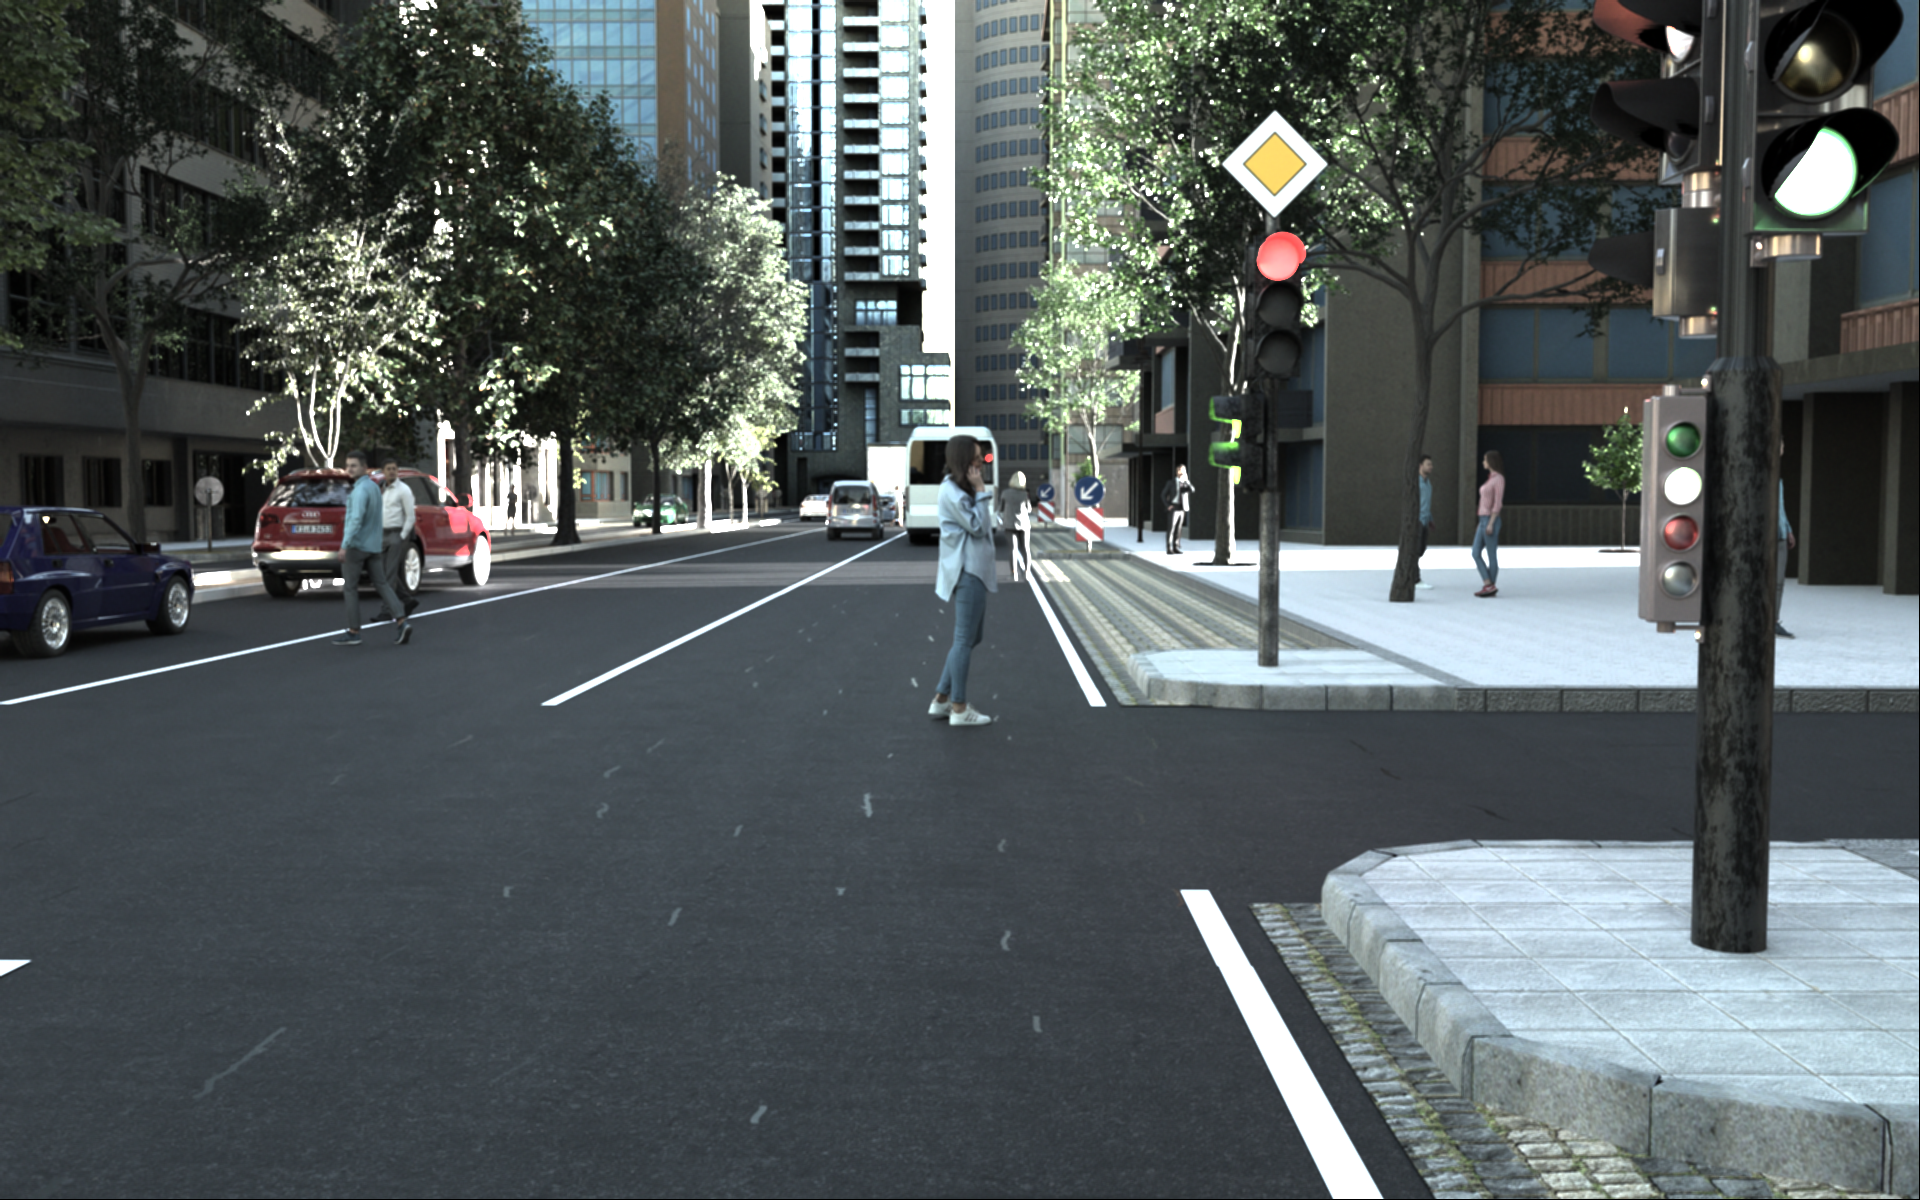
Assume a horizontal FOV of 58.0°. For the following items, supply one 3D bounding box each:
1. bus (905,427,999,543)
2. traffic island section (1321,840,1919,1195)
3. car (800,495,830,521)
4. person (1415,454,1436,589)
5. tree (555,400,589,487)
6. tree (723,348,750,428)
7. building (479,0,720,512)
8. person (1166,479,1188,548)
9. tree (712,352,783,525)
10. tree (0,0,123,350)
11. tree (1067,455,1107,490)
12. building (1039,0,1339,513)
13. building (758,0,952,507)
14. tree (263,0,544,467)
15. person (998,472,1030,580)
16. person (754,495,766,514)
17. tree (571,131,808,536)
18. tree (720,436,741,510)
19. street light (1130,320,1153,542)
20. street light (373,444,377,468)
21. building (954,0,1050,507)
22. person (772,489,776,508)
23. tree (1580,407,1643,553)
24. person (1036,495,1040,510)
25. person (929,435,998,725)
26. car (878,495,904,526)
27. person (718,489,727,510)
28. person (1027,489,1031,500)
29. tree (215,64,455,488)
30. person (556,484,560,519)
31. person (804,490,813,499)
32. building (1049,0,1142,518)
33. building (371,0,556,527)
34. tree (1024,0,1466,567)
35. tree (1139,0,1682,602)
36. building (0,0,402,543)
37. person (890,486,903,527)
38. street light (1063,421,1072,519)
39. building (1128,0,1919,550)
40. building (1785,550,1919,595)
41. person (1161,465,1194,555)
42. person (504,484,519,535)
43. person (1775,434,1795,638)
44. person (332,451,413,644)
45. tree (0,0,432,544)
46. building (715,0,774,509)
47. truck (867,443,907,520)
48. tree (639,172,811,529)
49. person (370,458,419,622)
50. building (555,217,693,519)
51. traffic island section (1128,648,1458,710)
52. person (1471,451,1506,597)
[{"bbox_3d":[-0.319,-3.621,54.060,2.948,3.499,13.247,0,4,-1],"label":"bus"},{"bbox_3d":[2.203,1.060,4.954,2.009,0.180,2.903,0,4,1],"label":"traffic island section"},{"bbox_3d":[-7.531,-4.944,93.195,2.083,1.381,4.827,0,4,1],"label":"car"},{"bbox_3d":[6.195,-1.072,23.594,0.620,1.820,0.660,2,4,32],"label":"person"},{"bbox_3d":[-18.871,-8.046,81.908,4.737,8.622,4.395,0,3,0],"label":"tree"},{"bbox_3d":[-10.869,-7.840,47.646,9.611,12.733,9.660,0,3,0],"label":"tree"},{"bbox_3d":[-25.262,-28.970,123.771,14.600,45.320,14.200,0,4,1],"label":"building"},{"bbox_3d":[5.149,-2.116,40.984,0.599,1.781,0.374,-1,4,-14],"label":"person"},{"bbox_3d":[-10.200,-7.893,81.877,4.737,8.622,4.395,0,3,0],"label":"tree"},{"bbox_3d":[-11.337,-5.808,15.551,7.486,12.596,7.792,0,3,0],"label":"tree"},{"bbox_3d":[6.288,-5.495,84.451,1.663,3.219,1.824,0,3,0],"label":"tree"},{"bbox_3d":[18.087,-30.207,148.514,22.147,44.769,28.867,0,4,1],"label":"building"},{"bbox_3d":[-16.437,-53.091,180.707,31.000,86.520,22.319,0,4,1],"label":"building"},{"bbox_3d":[-10.769,-7.209,37.336,9.611,12.733,9.660,0,3,0],"label":"tree"},{"bbox_3d":[0.911,-1.242,28.989,0.537,1.800,0.526,0,4,5],"label":"person"},{"bbox_3d":[-14.546,-7.190,126.052,0.705,1.824,1.348,2,4,35],"label":"person"},{"bbox_3d":[-10.304,-8.910,58.504,12.009,13.543,11.850,0,3,0],"label":"tree"},{"bbox_3d":[-18.464,-11.355,136.014,4.360,8.622,3.978,0,3,0],"label":"tree"},{"bbox_3d":[4.800,-4.476,45.972,0.468,5.910,1.993,0,4,1],"label":"street light"},{"bbox_3d":[-18.664,-5.041,55.213,0.468,5.910,1.993,0,4,1],"label":"street light"},{"bbox_3d":[13.413,-39.050,180.471,28.212,58.520,21.231,0,4,1],"label":"building"},{"bbox_3d":[-17.069,-9.360,159.794,0.721,1.743,1.217,0,4,-5],"label":"person"},{"bbox_3d":[14.727,-2.662,38.118,1.663,3.219,1.824,0,3,0],"label":"tree"},{"bbox_3d":[6.397,-8.310,142.629,0.721,1.735,1.217,0,4,-8],"label":"person"},{"bbox_3d":[0.008,-0.123,10.784,0.793,1.790,0.793,-2,4,-29],"label":"person"},{"bbox_3d":[-3.553,-4.094,78.936,2.014,1.417,4.499,0,4,-1],"label":"car"},{"bbox_3d":[-19.009,-8.134,139.768,1.217,1.736,0.721,1,4,21],"label":"person"},{"bbox_3d":[6.401,-9.411,160.599,0.721,1.739,1.217,-1,4,-11],"label":"person"},{"bbox_3d":[-10.874,-4.707,29.784,4.360,8.622,3.978,0,3,0],"label":"tree"},{"bbox_3d":[-20.630,-5.036,88.497,0.853,1.813,0.709,-1,4,-14],"label":"person"},{"bbox_3d":[-13.622,-9.090,157.250,1.348,1.807,0.705,1,4,20],"label":"person"},{"bbox_3d":[12.805,-26.241,112.627,14.154,41.232,14.086,0,4,1],"label":"building"},{"bbox_3d":[-23.489,-13.108,69.060,10.420,20.320,16.860,0,4,1],"label":"building"},{"bbox_3d":[4.921,-6.423,30.773,9.928,11.665,9.643,0,3,0],"label":"tree"},{"bbox_3d":[5.559,-5.244,20.154,7.601,10.594,8.767,2,4,31],"label":"tree"},{"bbox_3d":[-26.436,-13.852,45.554,14.314,24.678,30.058,0,4,1],"label":"building"},{"bbox_3d":[-2.738,-4.040,74.784,0.641,1.798,0.478,1,4,10],"label":"person"},{"bbox_3d":[5.389,-7.014,87.467,0.468,5.910,1.993,0,4,1],"label":"street light"},{"bbox_3d":[16.145,-24.500,55.201,22.147,44.769,28.867,0,4,1],"label":"building"},{"bbox_3d":[25.272,-22.449,21.672,28.867,44.769,22.147,0,4,1],"label":"building"},{"bbox_3d":[4.625,-1.915,36.719,0.648,1.900,0.474,-2,4,-31],"label":"person"},{"bbox_3d":[-15.540,-3.131,60.027,0.599,1.781,0.374,-2,4,-32],"label":"person"},{"bbox_3d":[7.207,-0.594,15.624,0.638,1.841,0.748,-1,4,-23],"label":"person"},{"bbox_3d":[-5.633,-0.497,16.481,0.748,1.841,0.638,1,4,14],"label":"person"},{"bbox_3d":[-11.157,-5.308,23.659,8.767,10.594,7.601,0,4,1],"label":"tree"},{"bbox_3d":[-28.411,-32.412,153.632,21.600,48.544,21.300,0,4,1],"label":"building"},{"bbox_3d":[-3.665,-6.792,99.962,2.839,4.237,11.283,0,4,2],"label":"truck"},{"bbox_3d":[-10.353,-9.810,69.504,9.857,13.997,8.962,0,3,0],"label":"tree"},{"bbox_3d":[-6.430,-0.671,19.577,0.679,1.850,0.850,2,4,24],"label":"person"},{"bbox_3d":[-32.254,-15.783,103.091,27.650,21.520,28.899,0,4,1],"label":"building"},{"bbox_3d":[2.323,0.571,12.938,2.009,0.180,2.903,0,4,1],"label":"traffic island section"},{"bbox_3d":[6.592,-0.952,21.626,0.388,1.821,0.555,-1,4,-10],"label":"person"}]
